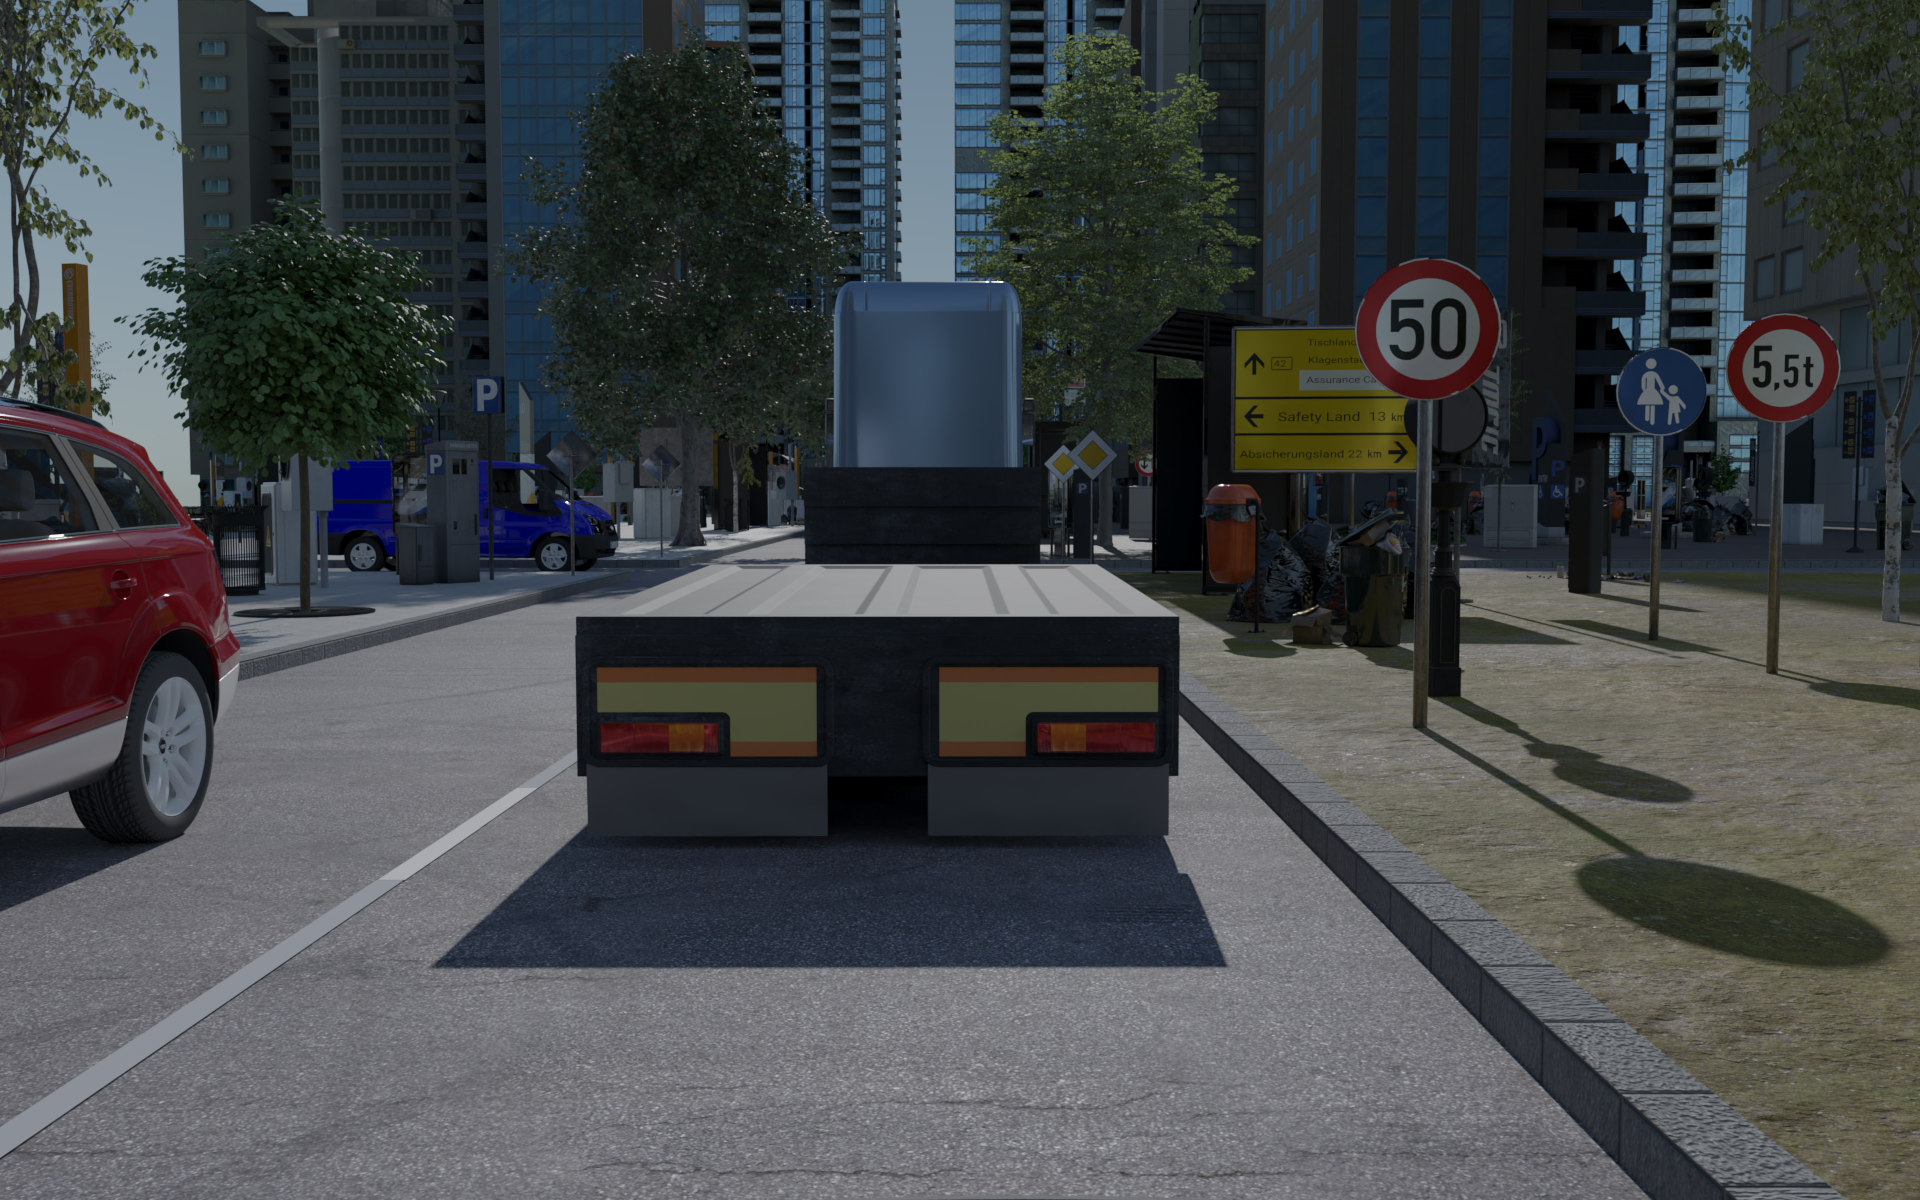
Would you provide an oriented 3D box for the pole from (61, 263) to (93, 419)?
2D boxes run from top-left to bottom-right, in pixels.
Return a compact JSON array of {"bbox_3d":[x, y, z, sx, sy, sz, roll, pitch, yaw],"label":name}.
[{"bbox_3d":[-7.844,-1.321,15.445,0.158,3.312,0.155,0,3,0],"label":"pole"}]

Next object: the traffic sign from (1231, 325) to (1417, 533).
[{"bbox_3d":[4.427,-1.659,20.992,2.265,3.308,0.079,0,4,6],"label":"traffic sign"}]

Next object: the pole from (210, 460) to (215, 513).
[{"bbox_3d":[-45.063,-6.762,104.401,0.158,3.312,0.155,0,3,0],"label":"pole"}]

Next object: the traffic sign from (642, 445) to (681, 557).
[{"bbox_3d":[-6.053,-1.925,35.116,0.795,2.450,0.064,0,4,0],"label":"traffic sign"}]

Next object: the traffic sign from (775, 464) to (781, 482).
[{"bbox_3d":[-7.743,-4.567,74.673,0.884,2.594,0.081,0,4,6],"label":"traffic sign"}]

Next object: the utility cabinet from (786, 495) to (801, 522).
[{"bbox_3d":[-7.934,-4.272,81.012,1.020,1.237,0.306,0,4,1],"label":"utility cabinet"}]

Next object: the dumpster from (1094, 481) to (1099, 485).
[{"bbox_3d":[5.882,-4.439,78.338,1.264,1.857,1.865,0,4,0],"label":"dumpster"}]

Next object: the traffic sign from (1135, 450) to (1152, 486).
[{"bbox_3d":[5.442,-3.059,50.121,0.768,2.556,0.104,0,4,3],"label":"traffic sign"}]

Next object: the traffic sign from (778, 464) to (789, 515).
[{"bbox_3d":[-7.597,-4.535,74.249,0.768,2.556,0.104,0,4,6],"label":"traffic sign"}]

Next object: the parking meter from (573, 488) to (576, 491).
[{"bbox_3d":[-13.743,-3.227,61.179,0.372,1.533,0.369,0,3,0],"label":"parking meter"}]

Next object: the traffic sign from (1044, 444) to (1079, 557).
[{"bbox_3d":[2.091,-1.922,35.075,0.795,2.450,0.064,0,4,0],"label":"traffic sign"}]

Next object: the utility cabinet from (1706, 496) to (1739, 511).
[{"bbox_3d":[26.417,-2.981,59.903,1.020,1.237,0.306,-1,4,-18],"label":"utility cabinet"}]

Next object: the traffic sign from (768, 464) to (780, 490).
[{"bbox_3d":[-7.971,-4.475,73.279,0.768,2.556,0.104,0,4,7],"label":"traffic sign"}]

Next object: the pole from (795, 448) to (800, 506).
[{"bbox_3d":[-7.157,-5.031,76.095,0.158,3.312,0.155,0,3,0],"label":"pole"}]

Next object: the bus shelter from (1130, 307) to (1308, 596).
[{"bbox_3d":[3.588,-2.056,24.894,1.731,3.624,6.357,0,4,0],"label":"bus shelter"}]

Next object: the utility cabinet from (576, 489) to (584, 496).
[{"bbox_3d":[-17.653,-4.329,79.465,0.318,1.500,1.173,-3,4,-39],"label":"utility cabinet"}]

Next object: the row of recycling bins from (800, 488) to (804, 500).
[{"bbox_3d":[-9.348,-5.605,98.755,1.069,1.692,3.534,0,4,-4],"label":"row of recycling bins"}]

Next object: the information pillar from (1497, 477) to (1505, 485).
[{"bbox_3d":[22.764,-4.187,72.956,0.304,2.012,0.304,1,4,20],"label":"information pillar"}]

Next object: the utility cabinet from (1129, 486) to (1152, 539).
[{"bbox_3d":[5.351,-2.456,48.837,1.173,1.500,0.318,3,4,36],"label":"utility cabinet"}]

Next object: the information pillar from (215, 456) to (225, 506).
[{"bbox_3d":[-44.448,-6.893,104.055,0.504,3.616,0.183,-2,4,-29],"label":"information pillar"}]

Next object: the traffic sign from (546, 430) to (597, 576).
[{"bbox_3d":[-6.074,-1.437,27.131,0.795,2.450,0.064,0,4,0],"label":"traffic sign"}]

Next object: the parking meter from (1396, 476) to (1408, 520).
[{"bbox_3d":[14.423,-3.108,56.525,0.255,1.863,0.399,2,4,31],"label":"parking meter"}]

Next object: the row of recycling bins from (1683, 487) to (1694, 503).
[{"bbox_3d":[40.934,-5.638,99.296,1.069,1.692,3.534,0,4,-6],"label":"row of recycling bins"}]

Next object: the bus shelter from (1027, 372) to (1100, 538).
[{"bbox_3d":[3.034,-4.682,54.186,2.179,5.291,8.768,0,3,0],"label":"bus shelter"}]

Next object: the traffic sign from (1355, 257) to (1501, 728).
[{"bbox_3d":[2.527,-0.571,9.437,0.768,2.556,0.104,1,4,8],"label":"traffic sign"}]

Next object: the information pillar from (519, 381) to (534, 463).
[{"bbox_3d":[-8.989,-2.728,35.959,0.183,3.616,0.504,-3,5,-41],"label":"information pillar"}]

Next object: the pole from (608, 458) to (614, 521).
[{"bbox_3d":[-13.081,-4.345,64.883,0.158,3.312,0.155,0,3,0],"label":"pole"}]

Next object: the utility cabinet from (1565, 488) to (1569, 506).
[{"bbox_3d":[20.402,-3.096,59.304,1.173,1.500,0.318,0,4,-6],"label":"utility cabinet"}]

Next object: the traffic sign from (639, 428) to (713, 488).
[{"bbox_3d":[-8.698,-3.623,53.114,2.265,3.308,0.079,0,4,1],"label":"traffic sign"}]

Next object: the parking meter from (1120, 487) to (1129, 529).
[{"bbox_3d":[6.097,-3.391,63.860,0.372,1.533,0.369,0,3,0],"label":"parking meter"}]

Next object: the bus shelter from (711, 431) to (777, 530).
[{"bbox_3d":[-7.972,-4.469,64.345,1.731,3.624,6.357,0,3,0],"label":"bus shelter"}]

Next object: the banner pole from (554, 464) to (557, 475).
[{"bbox_3d":[-23.380,-6.657,98.856,0.863,3.779,0.401,0,4,3],"label":"banner pole"}]

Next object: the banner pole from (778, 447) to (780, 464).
[{"bbox_3d":[-9.591,-6.245,92.130,0.401,3.779,0.863,0,4,-2],"label":"banner pole"}]

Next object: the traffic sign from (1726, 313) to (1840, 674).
[{"bbox_3d":[5.812,-0.747,12.318,0.768,2.556,0.104,0,4,7],"label":"traffic sign"}]

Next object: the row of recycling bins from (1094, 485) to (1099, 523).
[{"bbox_3d":[4.732,-4.230,76.268,3.534,1.692,1.069,-1,4,-9],"label":"row of recycling bins"}]

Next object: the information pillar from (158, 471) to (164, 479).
[{"bbox_3d":[-25.194,-3.057,54.480,0.304,2.012,0.304,-2,4,-26],"label":"information pillar"}]

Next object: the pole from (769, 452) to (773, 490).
[{"bbox_3d":[-9.067,-5.459,83.090,0.158,3.312,0.155,0,3,0],"label":"pole"}]

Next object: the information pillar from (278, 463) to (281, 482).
[{"bbox_3d":[-14.485,-2.812,37.324,0.504,3.616,0.183,1,4,23],"label":"information pillar"}]

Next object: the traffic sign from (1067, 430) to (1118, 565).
[{"bbox_3d":[2.070,-1.434,27.090,0.795,2.450,0.064,0,4,0],"label":"traffic sign"}]

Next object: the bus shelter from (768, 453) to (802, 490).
[{"bbox_3d":[-9.201,-5.694,87.020,2.014,3.302,5.546,0,4,0],"label":"bus shelter"}]

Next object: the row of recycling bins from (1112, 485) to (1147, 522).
[{"bbox_3d":[8.256,-4.426,79.471,3.534,1.692,1.069,-2,4,-34],"label":"row of recycling bins"}]

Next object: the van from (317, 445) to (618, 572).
[{"bbox_3d":[-8.845,-1.646,31.288,5.245,2.365,2.240,0,4,2],"label":"van"}]

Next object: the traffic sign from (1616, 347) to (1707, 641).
[{"bbox_3d":[6.087,-0.918,15.121,0.768,2.556,0.104,0,4,4],"label":"traffic sign"}]

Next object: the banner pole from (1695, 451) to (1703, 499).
[{"bbox_3d":[42.869,-6.759,100.532,0.401,3.779,0.863,0,4,-6],"label":"banner pole"}]

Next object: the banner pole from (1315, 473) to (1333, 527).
[{"bbox_3d":[14.114,-4.725,67.270,0.863,3.779,0.401,-2,4,-23],"label":"banner pole"}]

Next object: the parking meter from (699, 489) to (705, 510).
[{"bbox_3d":[-11.193,-4.062,74.817,0.372,1.533,0.369,0,3,0],"label":"parking meter"}]

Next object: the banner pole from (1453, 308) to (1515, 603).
[{"bbox_3d":[6.127,-1.865,20.502,0.863,3.779,0.401,0,4,-7],"label":"banner pole"}]

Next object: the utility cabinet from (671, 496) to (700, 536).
[{"bbox_3d":[-8.445,-2.540,52.699,1.020,1.237,0.306,-2,4,-27],"label":"utility cabinet"}]

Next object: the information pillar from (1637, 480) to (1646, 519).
[{"bbox_3d":[35.184,-5.196,89.448,0.304,2.012,0.304,-1,4,-20],"label":"information pillar"}]

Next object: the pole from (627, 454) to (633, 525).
[{"bbox_3d":[-13.500,-4.709,70.830,0.158,3.312,0.155,0,3,0],"label":"pole"}]

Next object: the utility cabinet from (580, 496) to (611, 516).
[{"bbox_3d":[-10.973,-2.488,51.841,1.020,1.237,0.306,1,4,14],"label":"utility cabinet"}]

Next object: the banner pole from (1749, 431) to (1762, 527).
[{"bbox_3d":[31.280,-4.782,68.208,0.863,3.779,0.401,-3,4,-36],"label":"banner pole"}]

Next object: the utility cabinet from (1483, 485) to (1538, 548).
[{"bbox_3d":[13.040,-1.979,41.042,1.173,1.500,0.318,3,4,36],"label":"utility cabinet"}]
